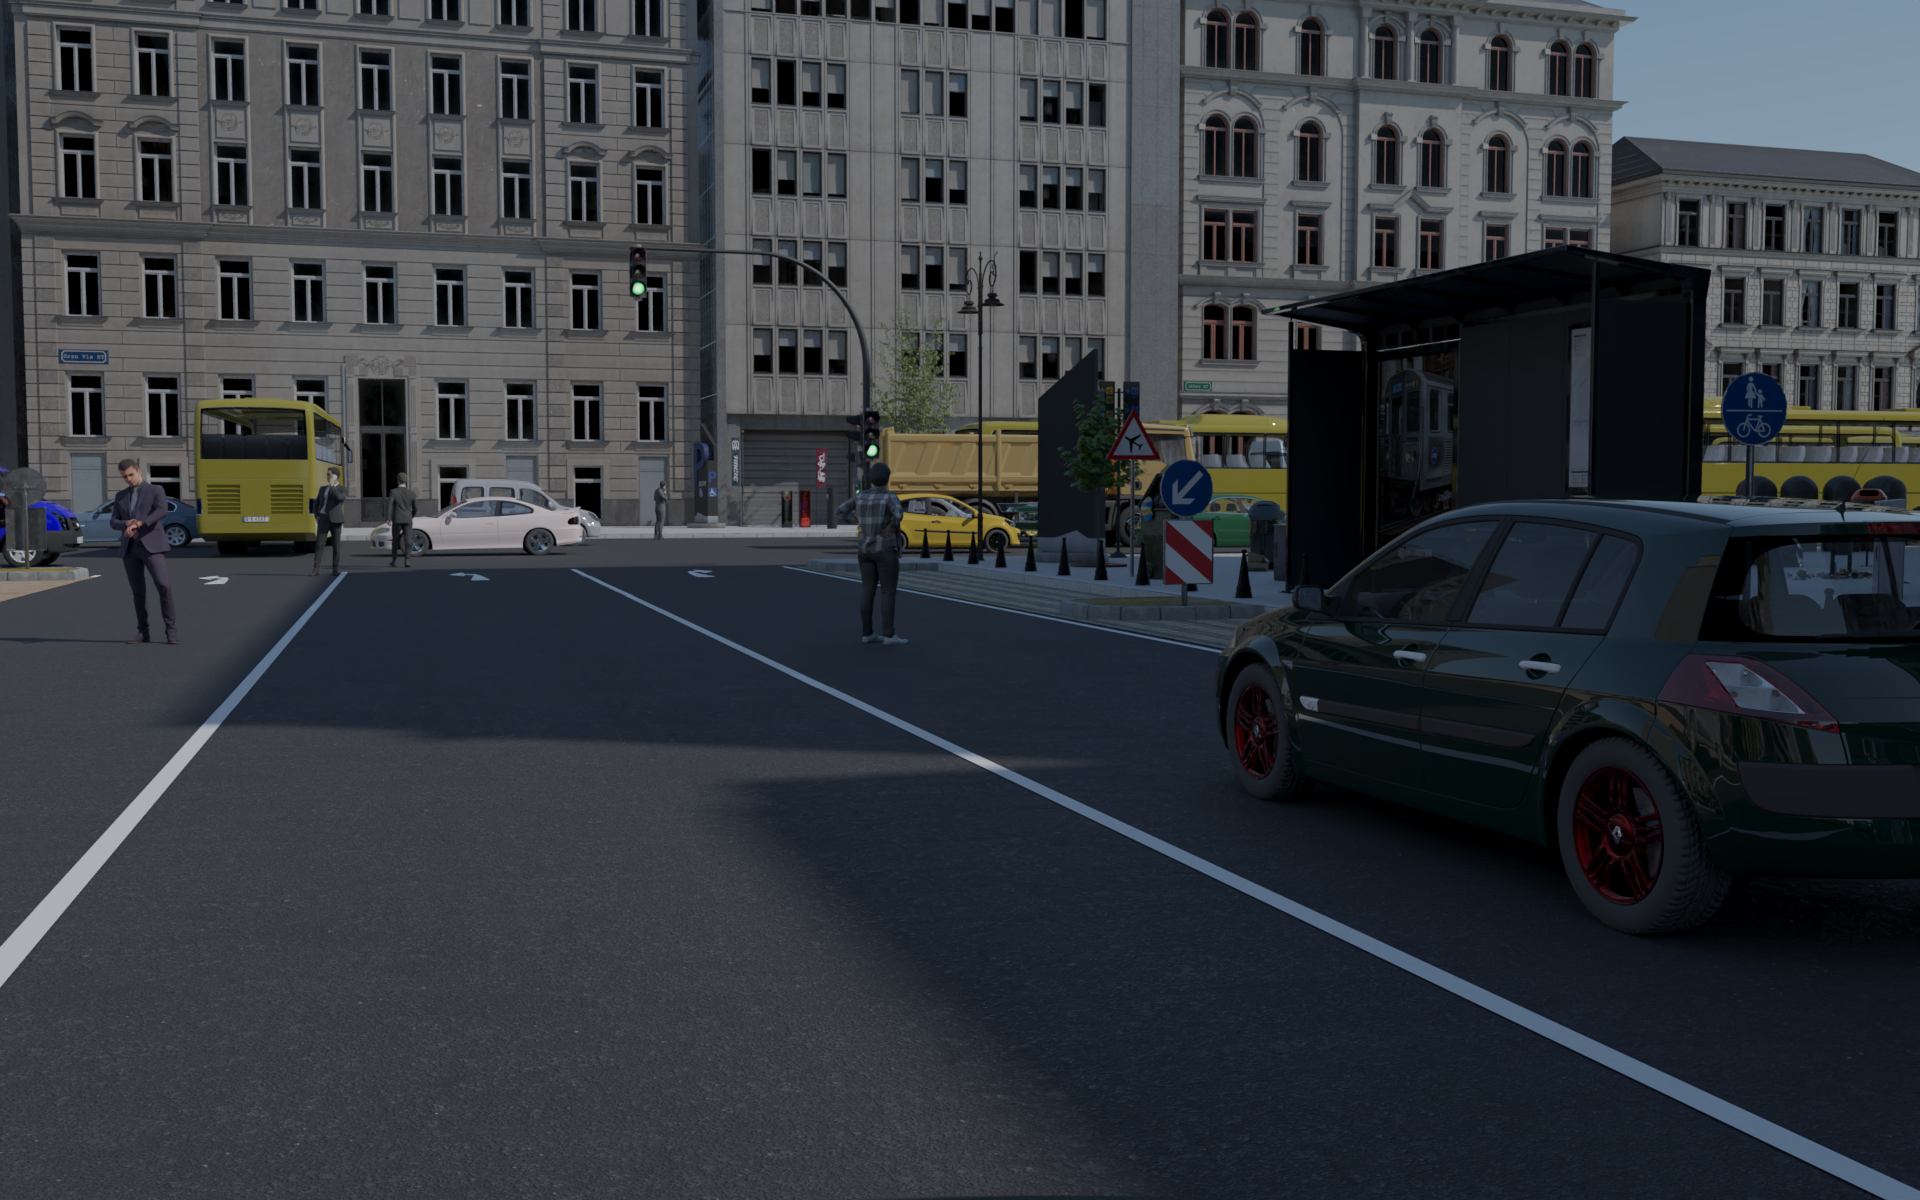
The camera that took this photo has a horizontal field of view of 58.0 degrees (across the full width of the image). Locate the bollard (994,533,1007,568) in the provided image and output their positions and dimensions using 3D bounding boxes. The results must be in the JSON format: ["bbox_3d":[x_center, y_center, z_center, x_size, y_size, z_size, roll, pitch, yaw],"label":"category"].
[{"bbox_3d":[0.713,-0.867,30.217,0.229,0.601,0.229,0,3,0],"label":"bollard"}]

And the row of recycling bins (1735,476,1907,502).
[{"bbox_3d":[19.273,-1.937,38.785,3.534,1.692,1.069,0,4,8],"label":"row of recycling bins"}]

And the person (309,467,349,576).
[{"bbox_3d":[-11.039,-1.373,30.316,0.648,1.900,0.474,0,4,-6],"label":"person"}]

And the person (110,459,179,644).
[{"bbox_3d":[-7.810,-0.464,16.532,0.683,1.767,0.568,0,4,0],"label":"person"}]

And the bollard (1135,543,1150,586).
[{"bbox_3d":[2.570,-0.508,24.345,0.229,0.601,0.229,0,3,0],"label":"bollard"}]

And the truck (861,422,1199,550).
[{"bbox_3d":[2.361,-3.113,46.825,9.791,3.379,3.469,-1,4,-16],"label":"truck"}]

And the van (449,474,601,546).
[{"bbox_3d":[-12.057,-2.508,48.024,4.112,2.044,2.013,-1,4,-17],"label":"van"}]

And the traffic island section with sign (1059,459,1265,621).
[{"bbox_3d":[2.262,-0.725,20.477,1.989,1.847,2.006,-1,4,-17],"label":"traffic island section with sign"}]

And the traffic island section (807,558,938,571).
[{"bbox_3d":[-1.775,-0.673,33.284,2.009,0.180,2.903,-1,4,-17],"label":"traffic island section"}]

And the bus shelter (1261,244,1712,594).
[{"bbox_3d":[5.593,-1.729,19.559,1.731,3.624,6.357,-1,4,-18],"label":"bus shelter"}]

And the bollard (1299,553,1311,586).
[{"bbox_3d":[3.967,-0.237,19.912,0.229,0.601,0.229,0,3,0],"label":"bollard"}]

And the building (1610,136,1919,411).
[{"bbox_3d":[40.307,-13.735,89.199,19.286,19.102,10.561,-1,4,-17],"label":"building"}]

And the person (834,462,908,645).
[{"bbox_3d":[-0.793,-0.451,16.605,0.841,1.734,0.376,3,5,43],"label":"person"}]

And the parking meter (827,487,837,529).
[{"bbox_3d":[-4.714,-3.387,63.784,0.372,1.533,0.369,0,3,0],"label":"parking meter"}]

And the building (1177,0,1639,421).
[{"bbox_3d":[18.403,-18.165,84.394,23.554,28.519,14.401,-1,4,-17],"label":"building"}]

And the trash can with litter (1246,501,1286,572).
[{"bbox_3d":[5.101,-1.075,28.964,0.624,1.170,1.055,1,4,18],"label":"trash can with litter"}]

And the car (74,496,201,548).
[{"bbox_3d":[-22.451,-2.121,46.684,4.499,1.417,2.014,-1,4,-19],"label":"car"}]

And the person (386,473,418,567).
[{"bbox_3d":[-10.992,-1.574,34.005,0.659,1.850,0.755,-2,4,-31],"label":"person"}]

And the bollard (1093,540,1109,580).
[{"bbox_3d":[2.104,-0.598,25.814,0.229,0.601,0.229,0,3,0],"label":"bollard"}]

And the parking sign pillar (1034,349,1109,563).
[{"bbox_3d":[2.108,-2.709,32.757,1.447,3.967,1.447,3,5,39],"label":"parking sign pillar"}]

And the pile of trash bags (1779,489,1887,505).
[{"bbox_3d":[14.716,-1.305,31.092,3.447,1.369,1.912,2,4,27],"label":"pile of trash bags"}]

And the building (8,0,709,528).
[{"bbox_3d":[-23.541,-16.699,70.295,25.104,27.353,12.463,-1,4,-17],"label":"building"}]

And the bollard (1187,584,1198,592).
[{"bbox_3d":[3.036,-0.417,22.860,0.229,0.601,0.229,0,3,0],"label":"bollard"}]

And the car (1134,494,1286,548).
[{"bbox_3d":[6.601,-1.816,41.482,4.920,1.459,2.131,-1,4,-19],"label":"car"}]

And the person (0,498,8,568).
[{"bbox_3d":[-17.624,-1.356,31.500,0.431,1.722,0.655,2,4,25],"label":"person"}]

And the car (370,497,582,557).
[{"bbox_3d":[-11.355,-1.738,40.781,4.827,1.381,2.083,-1,4,-19],"label":"car"}]

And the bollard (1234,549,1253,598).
[{"bbox_3d":[3.505,-0.327,21.381,0.229,0.601,0.229,0,3,0],"label":"bollard"}]

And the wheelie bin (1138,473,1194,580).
[{"bbox_3d":[3.157,-1.115,26.134,0.693,1.594,0.980,3,5,41],"label":"wheelie bin"}]

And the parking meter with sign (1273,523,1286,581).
[{"bbox_3d":[5.152,-1.751,24.884,0.543,3.016,1.738,-2,4,-26],"label":"parking meter with sign"}]

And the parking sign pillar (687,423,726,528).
[{"bbox_3d":[-9.590,-4.701,65.339,1.447,3.967,1.447,-2,4,-31],"label":"parking sign pillar"}]

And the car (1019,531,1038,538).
[{"bbox_3d":[3.195,-2.963,58.030,3.694,1.707,1.945,-1,4,-17],"label":"car"}]

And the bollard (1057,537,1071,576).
[{"bbox_3d":[1.642,-0.688,27.282,0.229,0.601,0.229,0,3,0],"label":"bollard"}]

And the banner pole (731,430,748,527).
[{"bbox_3d":[-8.643,-4.746,67.618,0.401,3.779,0.863,2,4,35],"label":"banner pole"}]

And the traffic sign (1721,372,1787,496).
[{"bbox_3d":[8.279,-1.105,18.170,0.768,2.556,0.104,-1,4,-11],"label":"traffic sign"}]

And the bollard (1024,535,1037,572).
[{"bbox_3d":[1.175,-0.777,28.749,0.229,0.601,0.229,0,3,0],"label":"bollard"}]

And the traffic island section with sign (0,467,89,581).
[{"bbox_3d":[-15.835,-1.283,29.112,2.006,1.907,1.989,-1,4,-17],"label":"traffic island section with sign"}]

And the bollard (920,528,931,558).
[{"bbox_3d":[-0.690,-1.139,34.657,0.229,0.601,0.229,0,3,0],"label":"bollard"}]

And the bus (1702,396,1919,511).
[{"bbox_3d":[21.758,-3.272,45.038,12.252,3.916,2.896,-1,4,-16],"label":"bus"}]

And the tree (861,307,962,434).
[{"bbox_3d":[-1.733,-7.161,67.448,4.737,8.622,4.395,0,3,0],"label":"tree"}]

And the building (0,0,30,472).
[{"bbox_3d":[-50.256,-14.939,63.321,30.058,24.678,14.314,-1,4,-17],"label":"building"}]

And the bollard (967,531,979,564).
[{"bbox_3d":[0.242,-0.958,31.701,0.229,0.601,0.229,0,3,0],"label":"bollard"}]

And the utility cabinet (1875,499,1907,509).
[{"bbox_3d":[11.519,-0.632,21.495,0.306,1.237,1.020,2,4,25],"label":"utility cabinet"}]

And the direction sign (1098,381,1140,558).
[{"bbox_3d":[3.192,-2.621,34.846,0.876,3.537,0.379,-1,4,-15],"label":"direction sign"}]

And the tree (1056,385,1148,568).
[{"bbox_3d":[2.346,-2.197,30.524,1.663,3.219,1.824,0,3,0],"label":"tree"}]

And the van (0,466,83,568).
[{"bbox_3d":[-20.007,-1.791,33.665,5.245,2.365,2.240,-1,4,-17],"label":"van"}]

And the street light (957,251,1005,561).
[{"bbox_3d":[0.389,-3.692,33.159,0.468,5.910,1.993,-1,4,-17],"label":"street light"}]

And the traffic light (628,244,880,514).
[{"bbox_3d":[-3.785,-3.531,32.393,4.771,5.953,1.251,-1,4,-17],"label":"traffic light"}]

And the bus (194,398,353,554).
[{"bbox_3d":[-17.461,-3.240,44.517,2.896,3.916,12.252,-1,4,-16],"label":"bus"}]

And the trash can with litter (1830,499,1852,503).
[{"bbox_3d":[13.207,-0.947,26.547,2.233,1.210,1.678,-2,4,-35],"label":"trash can with litter"}]

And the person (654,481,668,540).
[{"bbox_3d":[-9.344,-2.810,54.251,0.447,1.846,0.655,-2,4,-34],"label":"person"}]

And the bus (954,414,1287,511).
[{"bbox_3d":[5.980,-3.791,53.534,12.252,3.916,2.896,-1,4,-18],"label":"bus"}]

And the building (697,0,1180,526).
[{"bbox_3d":[-1.946,-15.825,76.755,19.932,24.808,12.078,-1,4,-17],"label":"building"}]

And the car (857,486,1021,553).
[{"bbox_3d":[-0.489,-1.957,42.225,3.980,1.641,2.015,-1,4,-18],"label":"car"}]

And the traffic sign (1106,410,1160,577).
[{"bbox_3d":[2.660,-1.634,26.722,0.884,2.594,0.081,-1,4,-16],"label":"traffic sign"}]

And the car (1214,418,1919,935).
[{"bbox_3d":[2.540,0.159,7.184,2.009,1.686,4.222,-1,4,-17],"label":"car"}]

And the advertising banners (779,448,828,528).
[{"bbox_3d":[-5.949,-4.276,66.094,2.074,3.025,0.090,-2,4,-30],"label":"advertising banners"}]

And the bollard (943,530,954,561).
[{"bbox_3d":[-0.221,-1.048,33.174,0.229,0.601,0.229,0,3,0],"label":"bollard"}]
